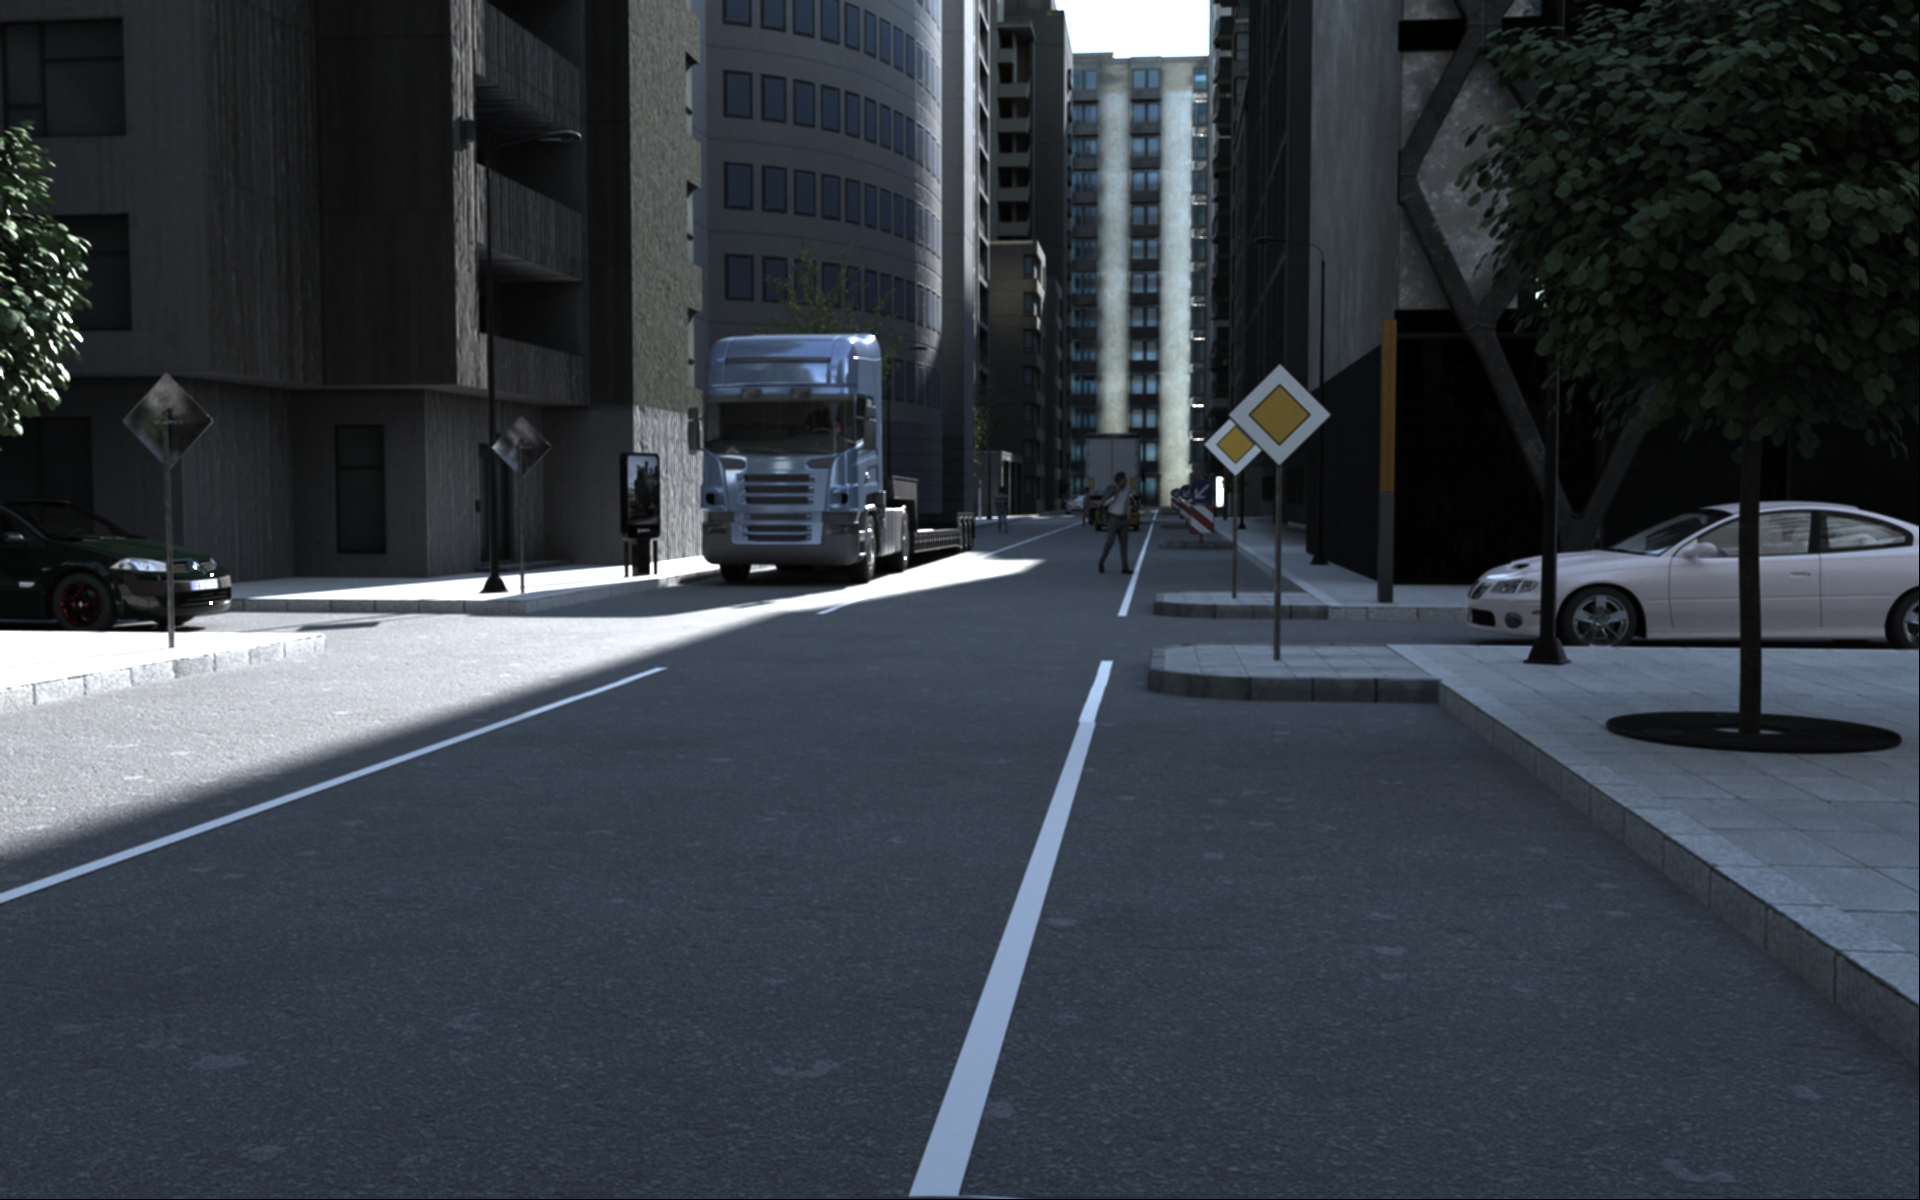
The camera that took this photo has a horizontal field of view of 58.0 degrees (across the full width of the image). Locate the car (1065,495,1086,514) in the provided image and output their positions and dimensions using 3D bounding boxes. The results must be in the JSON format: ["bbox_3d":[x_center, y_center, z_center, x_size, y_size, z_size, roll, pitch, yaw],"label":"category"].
[{"bbox_3d":[8.486,-6.779,123.198,2.083,1.381,4.827,0,4,5],"label":"car"}]

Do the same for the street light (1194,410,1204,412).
[{"bbox_3d":[13.591,-7.532,95.695,1.470,5.913,1.316,0,4,7],"label":"street light"}]

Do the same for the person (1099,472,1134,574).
[{"bbox_3d":[2.798,-1.388,31.294,0.679,1.850,0.850,-3,4,-36],"label":"person"}]

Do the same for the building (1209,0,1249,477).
[{"bbox_3d":[29.699,-28.867,126.605,22.147,44.769,28.867,0,4,7],"label":"building"}]

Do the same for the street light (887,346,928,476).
[{"bbox_3d":[-1.715,-5.015,54.531,1.470,5.913,1.316,0,4,7],"label":"street light"}]

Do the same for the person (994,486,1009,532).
[{"bbox_3d":[1.574,-3.416,65.185,0.563,1.720,0.643,0,4,-2],"label":"person"}]

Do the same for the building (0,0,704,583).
[{"bbox_3d":[-13.091,-15.744,29.114,14.160,30.474,14.107,0,4,7],"label":"building"}]

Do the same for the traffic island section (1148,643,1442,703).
[{"bbox_3d":[2.473,0.543,13.407,2.009,0.180,2.903,0,4,7],"label":"traffic island section"}]

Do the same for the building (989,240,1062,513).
[{"bbox_3d":[-6.828,-17.659,133.769,27.650,21.520,28.899,0,4,7],"label":"building"}]

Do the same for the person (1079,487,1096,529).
[{"bbox_3d":[5.291,-3.832,71.909,0.760,1.731,0.466,-2,4,-32],"label":"person"}]

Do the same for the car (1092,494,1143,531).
[{"bbox_3d":[6.211,-3.547,68.225,2.015,1.641,3.980,0,4,5],"label":"car"}]

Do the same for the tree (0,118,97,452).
[{"bbox_3d":[-7.693,-1.734,12.064,4.285,4.588,4.351,0,3,0],"label":"tree"}]

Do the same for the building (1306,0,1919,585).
[{"bbox_3d":[14.916,-9.827,28.118,16.811,18.784,16.820,0,4,7],"label":"building"}]

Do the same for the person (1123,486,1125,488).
[{"bbox_3d":[6.802,-3.961,73.279,0.660,1.820,0.620,1,4,19],"label":"person"}]

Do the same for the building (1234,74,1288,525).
[{"bbox_3d":[20.216,-15.898,79.005,14.314,24.678,30.058,0,4,7],"label":"building"}]

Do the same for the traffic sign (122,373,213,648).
[{"bbox_3d":[-6.582,-0.658,14.405,0.795,2.450,0.064,0,4,7],"label":"traffic sign"}]

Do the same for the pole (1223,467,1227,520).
[{"bbox_3d":[13.066,-5.592,85.271,0.158,3.312,0.155,0,3,0],"label":"pole"}]

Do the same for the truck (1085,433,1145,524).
[{"bbox_3d":[7.662,-5.909,85.523,2.839,4.237,11.283,0,4,7],"label":"truck"}]

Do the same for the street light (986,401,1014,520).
[{"bbox_3d":[2.013,-6.992,86.853,1.470,5.913,1.316,0,4,7],"label":"street light"}]

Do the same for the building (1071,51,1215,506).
[{"bbox_3d":[13.891,-34.930,190.710,30.456,49.044,23.786,0,4,7],"label":"building"}]

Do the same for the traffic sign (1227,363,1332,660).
[{"bbox_3d":[2.448,-0.593,13.333,0.795,2.450,0.064,0,4,7],"label":"traffic sign"}]

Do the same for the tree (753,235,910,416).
[{"bbox_3d":[-3.768,-6.105,50.175,4.737,8.622,4.395,0,3,0],"label":"tree"}]

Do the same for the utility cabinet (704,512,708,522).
[{"bbox_3d":[-6.858,-2.124,43.407,0.318,1.500,1.173,3,4,39],"label":"utility cabinet"}]

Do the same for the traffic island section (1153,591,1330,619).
[{"bbox_3d":[3.400,0.058,21.339,2.009,0.180,2.903,0,4,7],"label":"traffic island section"}]

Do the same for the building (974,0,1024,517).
[{"bbox_3d":[-6.579,-40.905,107.054,20.563,71.187,20.611,0,4,7],"label":"building"}]

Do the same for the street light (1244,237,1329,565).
[{"bbox_3d":[6.000,-3.600,31.397,1.470,5.913,1.316,0,4,7],"label":"street light"}]

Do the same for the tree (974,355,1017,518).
[{"bbox_3d":[0.837,-8.620,91.292,4.360,8.622,3.978,0,3,0],"label":"tree"}]

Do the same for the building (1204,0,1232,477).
[{"bbox_3d":[35.945,-34.599,154.929,28.713,52.752,27.495,0,4,7],"label":"building"}]

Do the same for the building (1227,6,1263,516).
[{"bbox_3d":[23.529,-20.445,105.984,14.160,30.474,14.107,0,4,7],"label":"building"}]

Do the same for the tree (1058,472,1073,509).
[{"bbox_3d":[8.751,-9.479,149.587,1.663,3.219,1.824,0,3,0],"label":"tree"}]

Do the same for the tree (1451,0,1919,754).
[{"bbox_3d":[4.300,-1.556,9.155,4.285,4.588,4.351,0,3,0],"label":"tree"}]

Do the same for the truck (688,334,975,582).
[{"bbox_3d":[-1.854,-2.769,35.039,2.967,4.110,18.799,0,4,6],"label":"truck"}]

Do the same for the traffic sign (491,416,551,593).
[{"bbox_3d":[-5.655,-1.143,22.336,0.795,2.450,0.064,0,4,7],"label":"traffic sign"}]

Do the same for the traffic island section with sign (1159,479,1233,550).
[{"bbox_3d":[6.265,-2.272,45.779,1.989,1.847,2.006,0,4,7],"label":"traffic island section with sign"}]

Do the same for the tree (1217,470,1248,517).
[{"bbox_3d":[15.458,-6.345,98.347,1.663,3.219,1.824,0,3,0],"label":"tree"}]

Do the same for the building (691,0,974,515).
[{"bbox_3d":[-11.393,-32.196,68.398,21.231,58.520,28.212,0,4,7],"label":"building"}]

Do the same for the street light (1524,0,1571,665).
[{"bbox_3d":[3.929,-2.478,13.059,1.470,5.913,1.316,0,4,7],"label":"street light"}]

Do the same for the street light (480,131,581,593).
[{"bbox_3d":[-5.543,-3.049,22.386,1.470,5.913,1.316,0,4,7],"label":"street light"}]

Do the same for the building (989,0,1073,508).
[{"bbox_3d":[-0.486,-33.009,163.398,21.600,48.544,21.300,0,4,7],"label":"building"}]

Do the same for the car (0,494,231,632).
[{"bbox_3d":[-9.983,-0.530,18.452,4.222,1.686,2.009,0,4,8],"label":"car"}]

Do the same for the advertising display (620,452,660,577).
[{"bbox_3d":[-5.010,-1.342,27.159,0.123,1.923,0.974,1,4,21],"label":"advertising display"}]

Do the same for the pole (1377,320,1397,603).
[{"bbox_3d":[5.031,-1.625,20.405,0.158,3.312,0.155,0,3,0],"label":"pole"}]

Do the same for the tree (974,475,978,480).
[{"bbox_3d":[-0.138,-5.480,84.191,1.663,3.219,1.824,0,3,0],"label":"tree"}]

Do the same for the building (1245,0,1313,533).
[{"bbox_3d":[16.264,-15.815,52.090,14.314,27.812,24.014,0,4,7],"label":"building"}]

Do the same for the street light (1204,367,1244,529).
[{"bbox_3d":[9.823,-5.566,63.543,1.470,5.913,1.316,0,4,7],"label":"street light"}]

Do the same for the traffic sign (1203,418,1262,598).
[{"bbox_3d":[3.375,-1.078,21.264,0.795,2.450,0.064,0,4,7],"label":"traffic sign"}]

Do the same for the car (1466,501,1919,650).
[{"bbox_3d":[7.179,-0.223,16.009,4.827,1.381,2.083,0,4,5],"label":"car"}]
